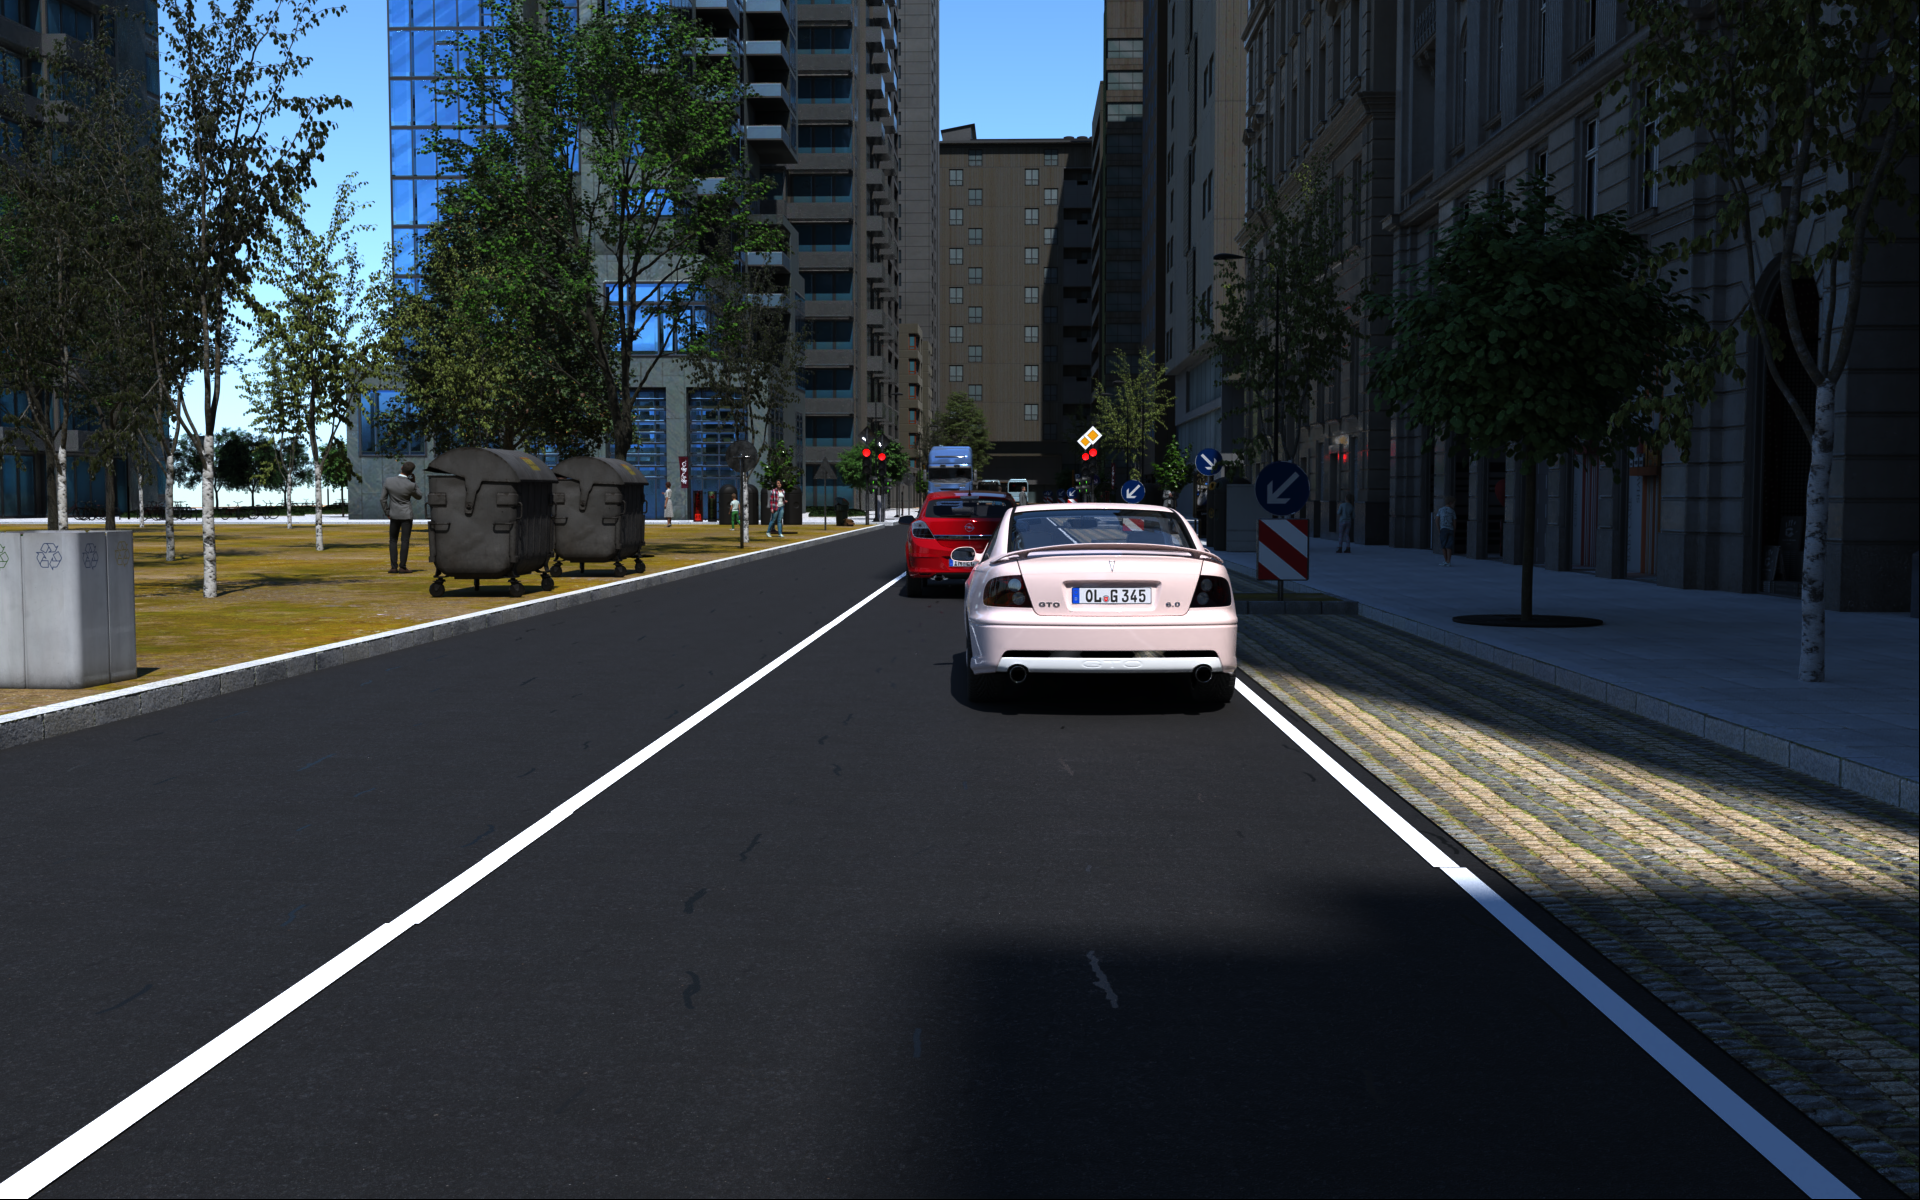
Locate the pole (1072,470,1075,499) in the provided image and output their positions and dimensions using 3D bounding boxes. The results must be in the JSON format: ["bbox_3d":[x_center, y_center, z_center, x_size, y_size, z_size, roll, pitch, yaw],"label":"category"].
[{"bbox_3d":[9.488,-9.240,144.911,0.158,3.312,0.155,0,3,0],"label":"pole"}]

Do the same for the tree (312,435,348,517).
[{"bbox_3d":[-34.269,-6.876,96.137,4.285,4.588,4.351,0,3,0],"label":"tree"}]

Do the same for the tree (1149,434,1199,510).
[{"bbox_3d":[6.824,-3.740,55.758,1.663,3.219,1.824,0,3,0],"label":"tree"}]

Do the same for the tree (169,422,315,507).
[{"bbox_3d":[-58.132,-10.631,136.715,11.467,7.101,20.602,0,4,-7],"label":"tree"}]

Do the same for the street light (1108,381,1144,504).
[{"bbox_3d":[6.962,-6.028,71.103,1.470,5.913,1.316,0,4,2],"label":"street light"}]

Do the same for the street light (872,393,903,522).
[{"bbox_3d":[-3.315,-6.541,79.493,1.470,5.913,1.316,0,4,2],"label":"street light"}]

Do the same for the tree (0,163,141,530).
[{"bbox_3d":[-29.092,-7.907,55.028,9.928,11.665,9.643,0,3,0],"label":"tree"}]

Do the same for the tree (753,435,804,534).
[{"bbox_3d":[-5.682,-3.760,56.081,1.663,3.219,1.824,0,3,0],"label":"tree"}]

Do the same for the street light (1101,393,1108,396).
[{"bbox_3d":[7.174,-6.561,79.810,1.470,5.913,1.316,0,4,2],"label":"street light"}]

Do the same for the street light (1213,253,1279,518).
[{"bbox_3d":[5.584,-3.732,33.554,1.470,5.913,1.316,0,4,2],"label":"street light"}]

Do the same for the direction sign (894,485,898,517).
[{"bbox_3d":[-3.468,-6.320,95.323,0.379,3.537,0.876,-3,4,-39],"label":"direction sign"}]

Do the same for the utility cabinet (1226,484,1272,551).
[{"bbox_3d":[6.486,-1.811,38.295,1.173,1.500,0.318,1,4,8],"label":"utility cabinet"}]

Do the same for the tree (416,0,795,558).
[{"bbox_3d":[-6.890,-6.675,34.890,9.928,11.665,9.643,0,3,0],"label":"tree"}]

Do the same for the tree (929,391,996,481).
[{"bbox_3d":[0.243,-16.633,190.069,7.486,12.596,7.792,0,3,0],"label":"tree"}]

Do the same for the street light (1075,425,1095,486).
[{"bbox_3d":[8.513,-8.828,116.880,1.470,5.913,1.316,0,4,2],"label":"street light"}]

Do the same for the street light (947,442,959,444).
[{"bbox_3d":[-0.826,-11.091,153.884,1.470,5.913,1.316,0,4,2],"label":"street light"}]

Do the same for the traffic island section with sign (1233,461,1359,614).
[{"bbox_3d":[3.764,-0.784,21.439,1.989,1.847,2.006,0,4,2],"label":"traffic island section with sign"}]

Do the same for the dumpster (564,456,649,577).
[{"bbox_3d":[-5.706,-1.316,27.278,1.264,1.857,1.865,0,4,2],"label":"dumpster"}]

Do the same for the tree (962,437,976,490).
[{"bbox_3d":[-0.551,-15.720,207.391,4.360,8.622,3.978,0,3,0],"label":"tree"}]

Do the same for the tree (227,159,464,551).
[{"bbox_3d":[-14.332,-5.432,39.182,4.737,8.622,4.395,0,3,0],"label":"tree"}]

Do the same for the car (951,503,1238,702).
[{"bbox_3d":[0.966,-0.059,13.324,2.083,1.381,4.827,0,3,0],"label":"car"}]

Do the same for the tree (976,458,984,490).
[{"bbox_3d":[0.933,-17.123,230.325,4.360,8.622,3.978,0,3,0],"label":"tree"}]

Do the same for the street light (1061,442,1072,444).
[{"bbox_3d":[9.715,-11.114,154.250,1.470,5.913,1.316,0,4,2],"label":"street light"}]

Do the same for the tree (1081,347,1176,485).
[{"bbox_3d":[8.550,-8.242,85.113,4.737,8.622,4.395,0,3,0],"label":"tree"}]

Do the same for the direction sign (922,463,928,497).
[{"bbox_3d":[-2.498,-8.281,127.387,0.379,3.537,0.876,3,4,38],"label":"direction sign"}]

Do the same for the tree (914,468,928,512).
[{"bbox_3d":[-2.777,-7.949,124.567,1.663,3.219,1.824,0,3,0],"label":"tree"}]

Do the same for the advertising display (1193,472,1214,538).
[{"bbox_3d":[7.046,-2.749,50.168,0.123,1.923,0.974,3,4,38],"label":"advertising display"}]

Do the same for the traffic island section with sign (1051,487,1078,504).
[{"bbox_3d":[6.619,-5.829,103.936,1.989,1.847,2.006,0,4,2],"label":"traffic island section with sign"}]

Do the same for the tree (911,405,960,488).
[{"bbox_3d":[-2.314,-11.843,143.997,4.360,8.622,3.978,0,3,0],"label":"tree"}]

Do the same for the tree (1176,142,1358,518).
[{"bbox_3d":[7.015,-5.304,37.076,4.737,8.622,4.395,0,3,0],"label":"tree"}]

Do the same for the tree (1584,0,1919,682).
[{"bbox_3d":[6.002,-3.759,11.819,4.737,8.622,4.395,0,3,0],"label":"tree"}]

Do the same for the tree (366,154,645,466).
[{"bbox_3d":[-14.961,-8.591,57.465,9.611,12.733,9.660,0,3,0],"label":"tree"}]

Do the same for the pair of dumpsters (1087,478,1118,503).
[{"bbox_3d":[8.710,-6.250,104.688,1.574,2.255,4.437,0,4,2],"label":"pair of dumpsters"}]

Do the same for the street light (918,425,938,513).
[{"bbox_3d":[-2.158,-8.823,116.801,1.470,5.913,1.316,0,4,2],"label":"street light"}]

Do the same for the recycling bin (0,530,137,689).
[{"bbox_3d":[-6.106,0.051,11.721,0.722,1.027,0.722,0,4,5],"label":"recycling bin"}]

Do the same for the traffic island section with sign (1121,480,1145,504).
[{"bbox_3d":[4.706,-2.449,48.664,1.989,1.847,2.006,0,4,2],"label":"traffic island section with sign"}]

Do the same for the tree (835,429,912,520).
[{"bbox_3d":[-4.097,-6.334,87.273,4.285,4.588,4.351,0,3,0],"label":"tree"}]

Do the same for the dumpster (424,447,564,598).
[{"bbox_3d":[-5.975,-1.001,22.119,1.264,1.857,1.865,0,4,2],"label":"dumpster"}]

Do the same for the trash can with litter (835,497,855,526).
[{"bbox_3d":[-4.560,-3.544,69.326,0.624,1.170,1.055,-3,4,-37],"label":"trash can with litter"}]

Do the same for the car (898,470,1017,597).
[{"bbox_3d":[0.145,-1.014,25.624,2.155,1.783,4.494,0,4,0],"label":"car"}]

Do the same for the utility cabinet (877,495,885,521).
[{"bbox_3d":[-3.726,-4.346,82.219,0.306,1.237,1.020,0,4,3],"label":"utility cabinet"}]

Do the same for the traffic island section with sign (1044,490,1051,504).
[{"bbox_3d":[7.546,-7.502,131.277,1.989,1.847,2.006,0,4,2],"label":"traffic island section with sign"}]

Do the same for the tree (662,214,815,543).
[{"bbox_3d":[-5.642,-5.806,45.288,4.360,8.622,3.978,0,3,0],"label":"tree"}]

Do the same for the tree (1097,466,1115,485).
[{"bbox_3d":[9.935,-7.708,120.623,1.663,3.219,1.824,0,3,0],"label":"tree"}]

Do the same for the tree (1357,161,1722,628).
[{"bbox_3d":[5.696,-2.042,17.107,4.285,4.588,4.351,0,3,0],"label":"tree"}]

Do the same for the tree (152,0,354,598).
[{"bbox_3d":[-9.558,-4.340,21.329,4.360,8.622,3.978,0,3,0],"label":"tree"}]

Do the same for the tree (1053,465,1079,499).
[{"bbox_3d":[12.072,-12.972,195.803,4.285,4.588,4.351,0,3,0],"label":"tree"}]

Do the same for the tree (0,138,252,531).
[{"bbox_3d":[-22.860,-6.820,45.922,8.767,10.594,7.601,0,4,0],"label":"tree"}]

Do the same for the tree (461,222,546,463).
[{"bbox_3d":[-13.087,-5.859,46.151,4.737,8.622,4.395,0,3,0],"label":"tree"}]

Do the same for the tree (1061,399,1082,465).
[{"bbox_3d":[9.990,-11.290,134.959,4.737,8.622,4.395,0,3,0],"label":"tree"}]
